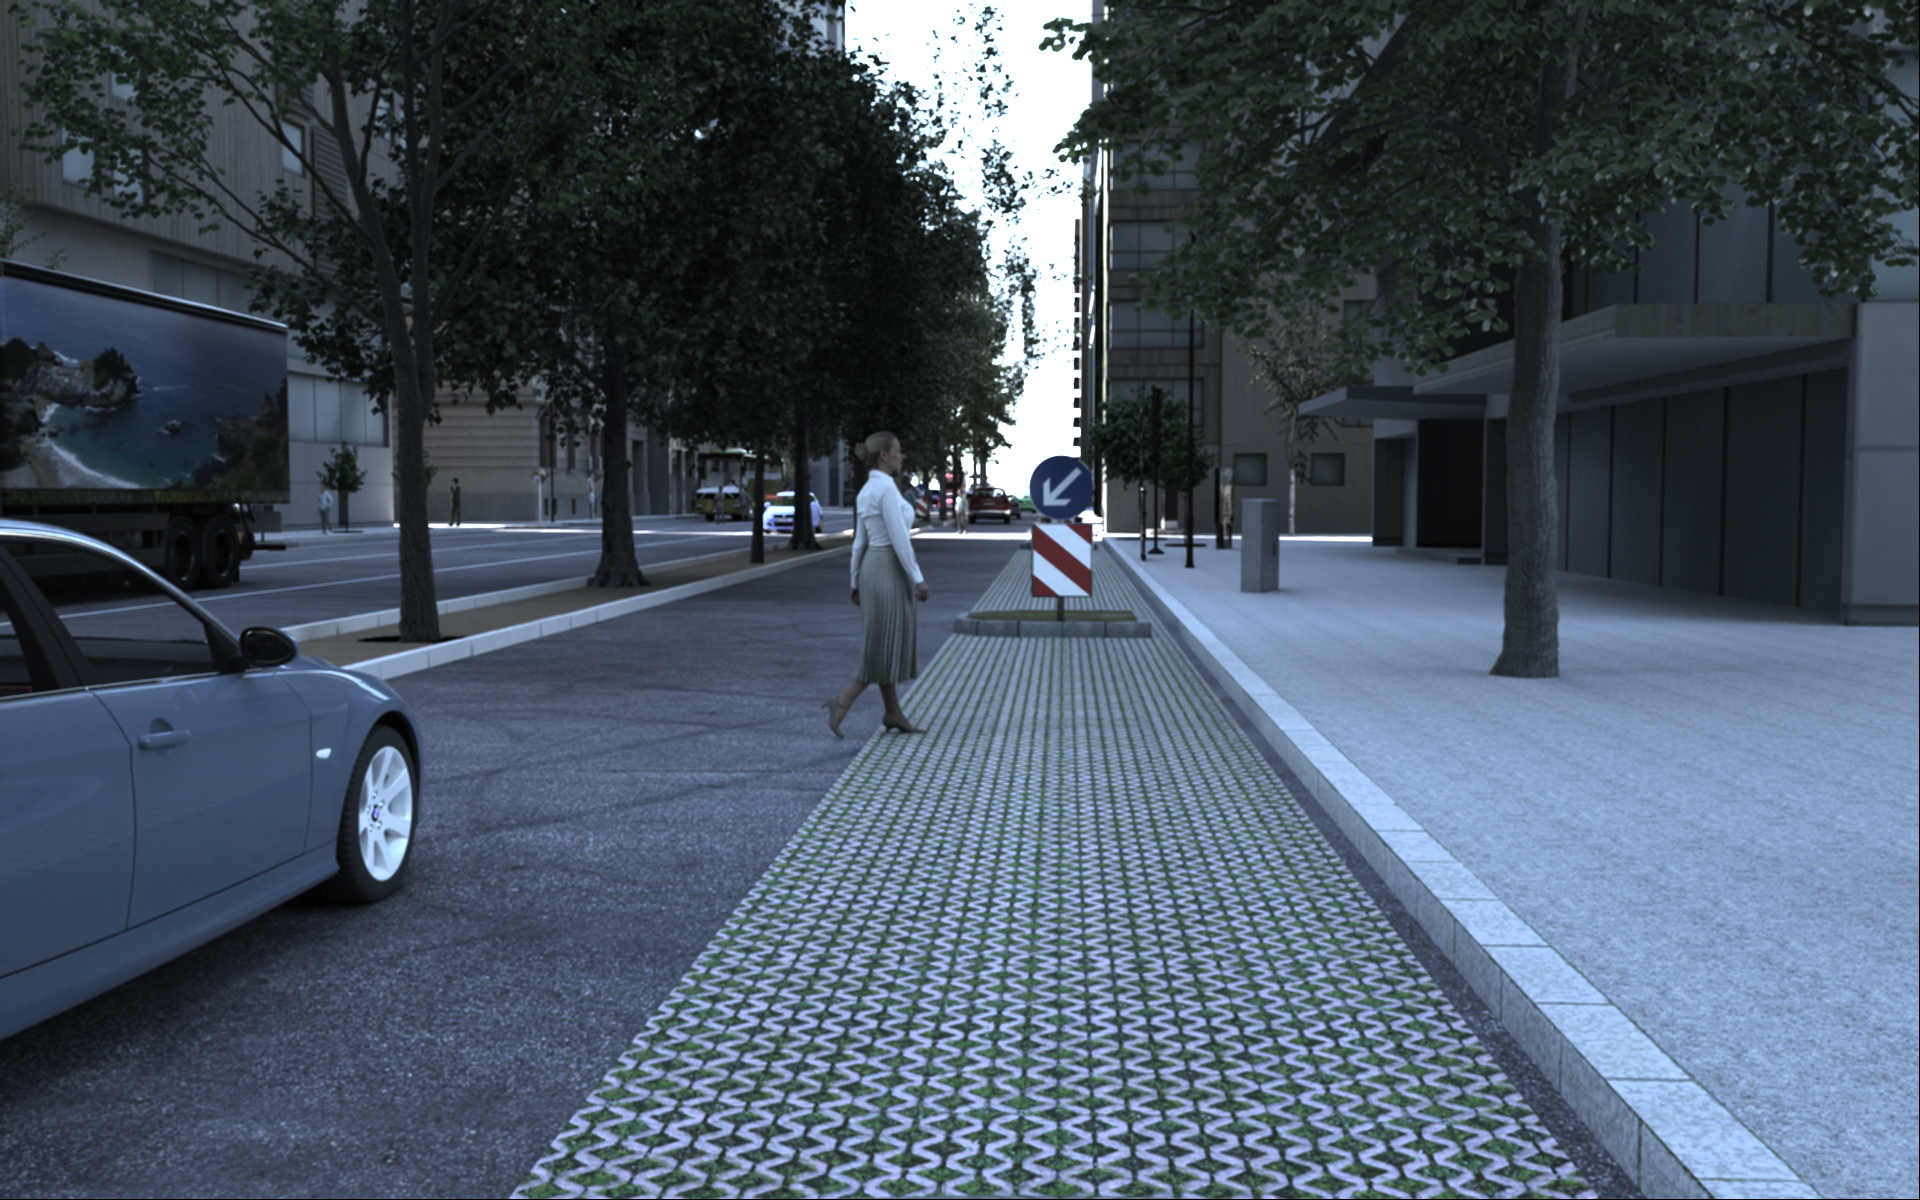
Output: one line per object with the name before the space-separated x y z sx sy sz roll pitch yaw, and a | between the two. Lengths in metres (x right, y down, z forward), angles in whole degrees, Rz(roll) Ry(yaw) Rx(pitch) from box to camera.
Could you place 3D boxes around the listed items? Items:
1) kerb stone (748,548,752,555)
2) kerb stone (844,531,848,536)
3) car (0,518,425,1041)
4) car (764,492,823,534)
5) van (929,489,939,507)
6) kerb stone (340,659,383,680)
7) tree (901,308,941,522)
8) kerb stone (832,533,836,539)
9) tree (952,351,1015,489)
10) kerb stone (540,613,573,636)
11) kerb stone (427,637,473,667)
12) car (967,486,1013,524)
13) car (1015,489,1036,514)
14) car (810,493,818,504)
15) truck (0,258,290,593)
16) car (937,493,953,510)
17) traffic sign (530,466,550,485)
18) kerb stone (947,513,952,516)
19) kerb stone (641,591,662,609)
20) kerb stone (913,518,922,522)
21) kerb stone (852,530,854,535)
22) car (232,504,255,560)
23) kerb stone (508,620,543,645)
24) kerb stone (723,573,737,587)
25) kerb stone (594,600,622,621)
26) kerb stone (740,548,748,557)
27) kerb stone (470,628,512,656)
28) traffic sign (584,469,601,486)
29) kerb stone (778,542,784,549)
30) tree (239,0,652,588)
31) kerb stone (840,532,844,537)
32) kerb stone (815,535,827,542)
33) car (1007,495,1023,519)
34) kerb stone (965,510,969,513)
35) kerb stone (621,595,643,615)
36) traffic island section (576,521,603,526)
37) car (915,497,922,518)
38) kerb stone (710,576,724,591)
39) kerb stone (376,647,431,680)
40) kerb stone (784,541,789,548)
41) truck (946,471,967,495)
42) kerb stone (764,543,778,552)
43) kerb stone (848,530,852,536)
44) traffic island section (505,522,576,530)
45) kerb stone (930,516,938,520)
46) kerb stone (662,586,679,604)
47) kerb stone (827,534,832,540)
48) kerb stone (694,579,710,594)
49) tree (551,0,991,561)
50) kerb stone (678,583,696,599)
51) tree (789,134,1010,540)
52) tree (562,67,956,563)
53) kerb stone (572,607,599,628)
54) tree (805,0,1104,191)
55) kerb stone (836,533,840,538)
kerb stone | -4.981 -1.125 40.592 0.120 0.150 1.000 0 4 3
kerb stone | -3.947 -2.189 57.982 0.120 0.150 1.000 0 4 3
car | -2.978 0.449 4.663 2.014 1.417 4.499 0 4 4
car | -6.121 -3.295 63.471 1.945 1.707 3.694 0 4 5
van | -3.039 -11.218 187.792 2.240 2.365 5.245 0 4 4
kerb stone | -4.531 0.577 12.763 0.120 0.150 1.000 0 4 3
tree | -0.188 -11.084 101.807 7.486 12.596 7.792 0 3 0
kerb stone | -4.140 -2.002 54.921 0.120 0.150 1.000 0 4 3
tree | -0.023 -11.157 110.631 9.928 11.665 9.643 0 3 0
kerb stone | -4.227 0.266 17.879 0.120 0.150 1.000 0 4 3
kerb stone | -4.413 0.452 14.809 0.120 0.150 1.000 0 4 3
car | 1.465 -4.687 85.312 2.281 1.827 5.304 0 4 2
car | 4.669 -7.217 126.796 1.959 1.807 4.718 0 4 3
car | -10.484 -6.503 115.917 1.945 1.707 3.694 0 4 3
truck | -12.438 -2.077 22.878 2.839 4.237 11.283 0 4 3
car | -0.691 -7.617 133.586 2.155 1.783 4.494 0 4 3
traffic sign | -17.230 -4.211 71.035 0.795 2.593 0.064 0 4 3
kerb stone | -0.584 -5.662 114.776 0.120 0.150 1.000 0 4 3
kerb stone | -3.985 0.013 21.976 0.120 0.150 1.000 0 4 3
kerb stone | -2.159 -4.035 88.179 0.120 0.150 1.000 0 4 3
kerb stone | -3.828 -2.314 60.023 0.120 0.150 1.000 0 4 3
car | -16.392 -1.595 36.304 2.015 1.641 3.980 0 4 3
kerb stone | -4.295 0.331 16.857 0.120 0.150 1.000 0 4 3
kerb stone | -3.681 -0.300 27.099 0.120 0.150 1.000 0 4 3
kerb stone | -4.100 0.139 19.920 0.120 0.150 1.000 0 4 3
kerb stone | -5.044 -1.061 39.571 0.120 0.150 1.000 0 4 3
kerb stone | -4.341 0.389 15.836 0.120 0.150 1.000 0 4 3
traffic sign | -16.757 -4.698 79.006 0.795 2.593 0.064 0 4 3
kerb stone | -4.739 -1.370 44.685 0.120 0.150 1.000 0 4 3
tree | -5.308 -6.538 26.362 9.611 12.733 9.660 0 3 0
kerb stone | -4.004 -2.124 56.961 0.120 0.150 1.000 0 4 3
kerb stone | -4.253 -1.876 52.867 0.120 0.150 1.000 0 4 3
car | 2.658 -5.411 100.475 2.014 1.417 4.499 0 4 2
kerb stone | 0.691 -6.975 136.272 0.120 0.150 1.000 0 4 3
kerb stone | -4.047 0.076 20.952 0.120 0.150 1.000 0 4 3
traffic island section | -16.781 -3.474 79.074 2.009 0.180 2.903 0 4 3
car | -3.165 -5.810 104.585 1.945 1.707 3.694 0 4 2
kerb stone | -3.743 -0.236 26.061 0.120 0.150 1.000 0 4 3
kerb stone | -4.476 0.514 13.789 0.120 0.150 1.000 0 4 3
kerb stone | -4.685 -1.436 45.708 0.120 0.150 1.000 0 4 3
truck | -0.802 -13.921 216.525 2.839 4.237 11.283 0 4 5
kerb stone | -4.798 -1.307 43.661 0.120 0.150 1.000 0 4 3
kerb stone | -3.890 -2.249 59.003 0.120 0.150 1.000 0 4 3
traffic island section | -17.254 -2.986 71.103 2.009 0.180 2.903 0 4 3
kerb stone | -1.494 -4.723 99.424 0.120 0.150 1.000 0 4 3
kerb stone | -3.930 -0.044 22.997 0.120 0.150 1.000 0 4 3
kerb stone | -4.194 -1.939 53.900 0.120 0.150 1.000 0 4 3
kerb stone | -3.806 -0.174 25.040 0.120 0.150 1.000 0 4 3
tree | -4.016 -7.602 43.765 9.611 12.733 9.660 0 3 0
kerb stone | -3.863 -0.112 24.020 0.120 0.150 1.000 0 4 3
tree | -3.006 -8.831 53.500 9.857 13.997 8.962 0 3 0
tree | -4.226 -6.006 35.068 8.767 10.594 7.601 0 4 3
kerb stone | -4.163 0.209 18.900 0.120 0.150 1.000 0 4 3
tree | -1.249 -12.611 64.539 12.611 20.169 13.585 0 3 0
kerb stone | -4.069 -2.064 55.941 0.120 0.150 1.000 0 4 3
